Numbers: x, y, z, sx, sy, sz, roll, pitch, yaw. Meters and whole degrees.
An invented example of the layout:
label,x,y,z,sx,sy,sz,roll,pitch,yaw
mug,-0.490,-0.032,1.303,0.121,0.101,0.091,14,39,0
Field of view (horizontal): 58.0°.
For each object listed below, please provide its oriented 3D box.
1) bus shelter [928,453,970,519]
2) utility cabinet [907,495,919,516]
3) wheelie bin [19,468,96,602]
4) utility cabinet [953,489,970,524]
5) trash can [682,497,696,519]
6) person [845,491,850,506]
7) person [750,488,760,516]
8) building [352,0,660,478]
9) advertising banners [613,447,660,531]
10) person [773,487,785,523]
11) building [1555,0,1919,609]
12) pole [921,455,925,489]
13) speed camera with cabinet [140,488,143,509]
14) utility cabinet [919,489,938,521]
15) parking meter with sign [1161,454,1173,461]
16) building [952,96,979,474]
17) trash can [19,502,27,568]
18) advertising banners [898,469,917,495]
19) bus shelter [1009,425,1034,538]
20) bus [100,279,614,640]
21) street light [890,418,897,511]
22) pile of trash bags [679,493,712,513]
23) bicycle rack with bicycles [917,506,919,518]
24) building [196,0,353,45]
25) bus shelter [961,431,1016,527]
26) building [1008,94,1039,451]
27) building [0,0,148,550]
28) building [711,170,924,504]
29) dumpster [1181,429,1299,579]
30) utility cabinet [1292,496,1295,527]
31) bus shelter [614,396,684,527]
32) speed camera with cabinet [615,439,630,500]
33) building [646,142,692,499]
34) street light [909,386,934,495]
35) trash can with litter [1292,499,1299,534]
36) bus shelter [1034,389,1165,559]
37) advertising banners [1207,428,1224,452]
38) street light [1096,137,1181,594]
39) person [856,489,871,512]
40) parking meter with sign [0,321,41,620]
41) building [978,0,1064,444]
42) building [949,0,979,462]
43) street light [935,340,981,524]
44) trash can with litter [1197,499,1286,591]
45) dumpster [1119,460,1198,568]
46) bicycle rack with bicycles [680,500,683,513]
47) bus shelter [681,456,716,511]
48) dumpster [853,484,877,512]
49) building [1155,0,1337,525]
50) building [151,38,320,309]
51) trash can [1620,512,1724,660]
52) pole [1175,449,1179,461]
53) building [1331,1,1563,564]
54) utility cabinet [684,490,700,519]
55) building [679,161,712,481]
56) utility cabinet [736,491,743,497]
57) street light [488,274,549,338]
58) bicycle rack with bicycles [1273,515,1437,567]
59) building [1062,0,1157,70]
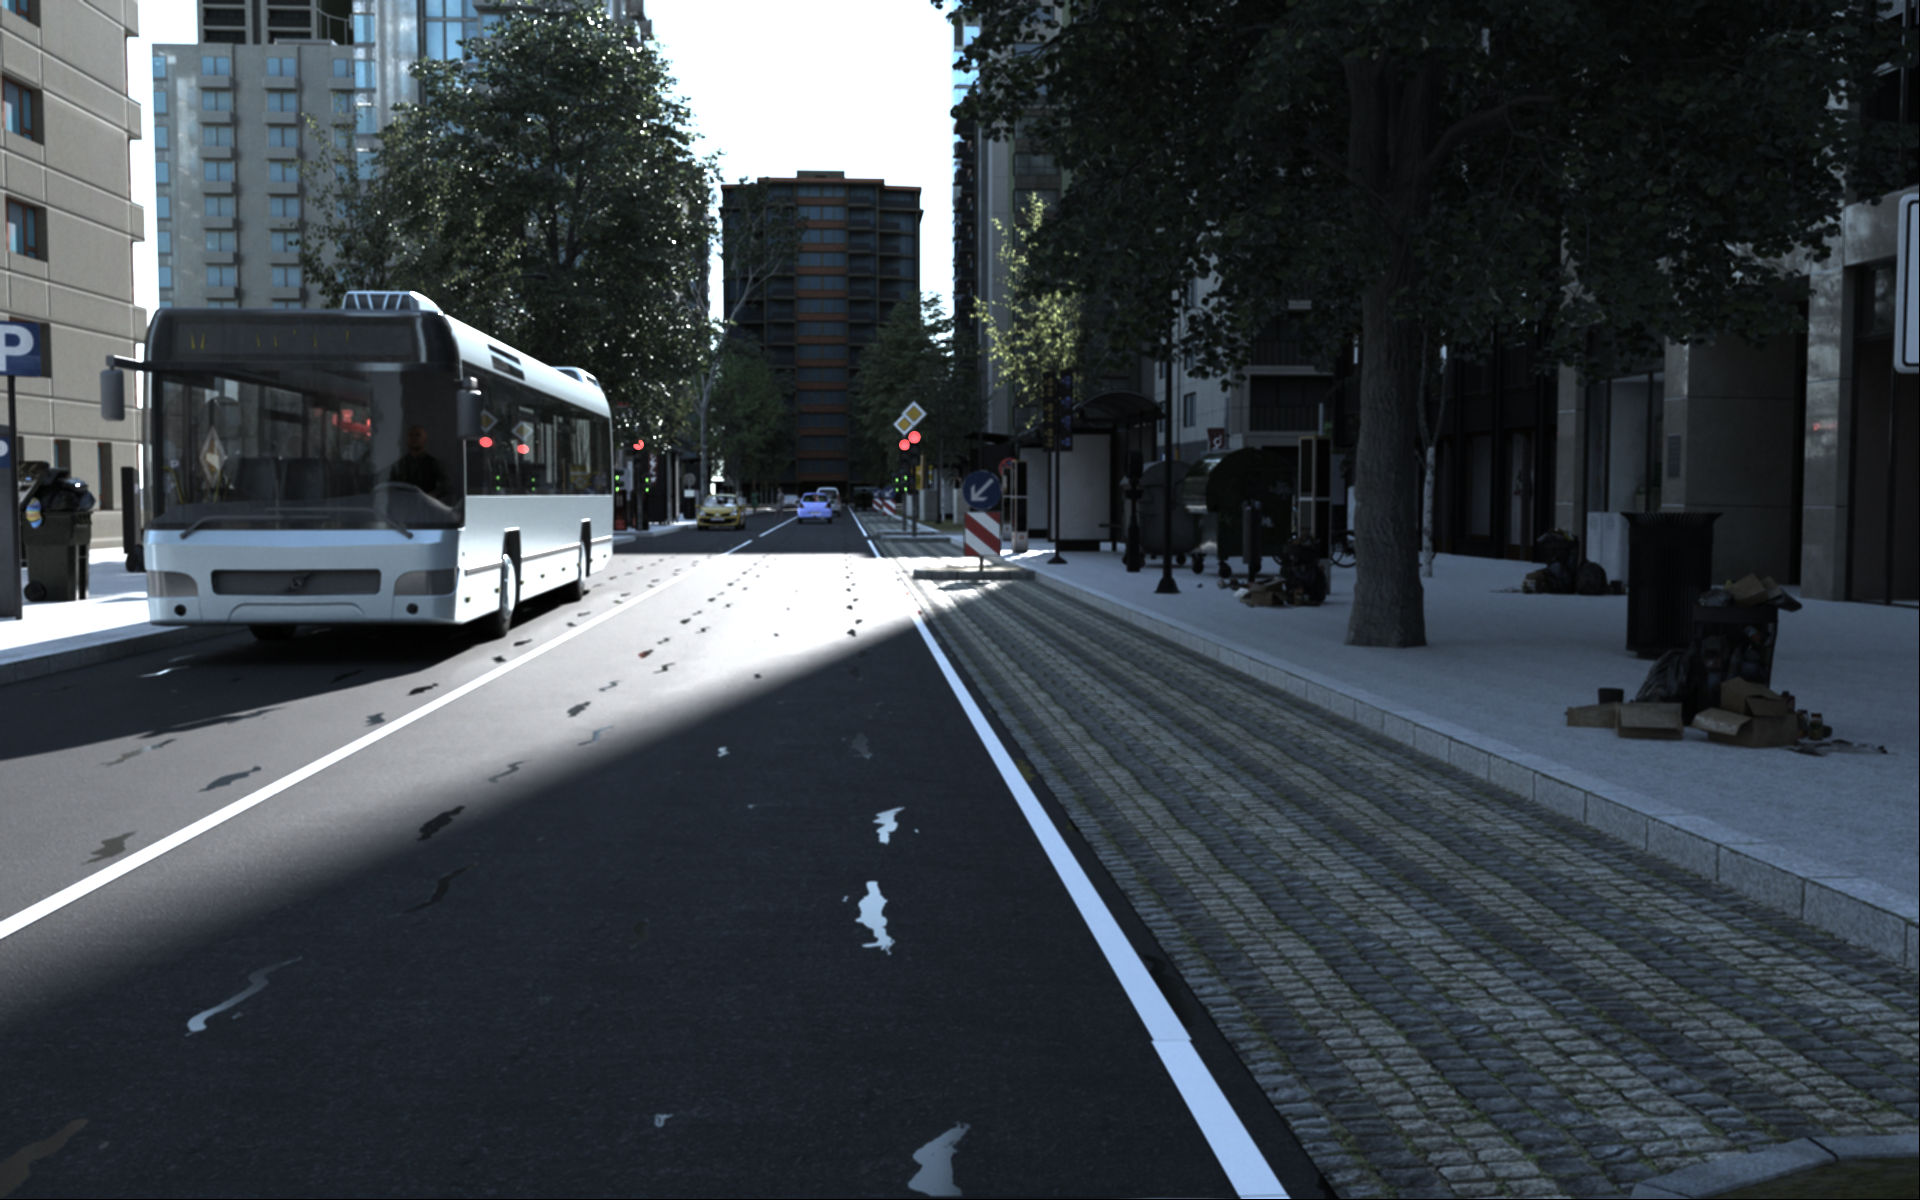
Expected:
label,x,y,z,sx,sy,sz,roll,pitch,yaw
bus shelter,-0.500,-5.705,87.198,2.014,3.302,5.546,0,4,-4
utility cabinet,-2.740,-5.489,100.902,0.306,1.237,1.020,-2,4,-35
wheelie bin,-10.858,-0.794,20.888,0.693,1.594,0.980,0,4,-6
utility cabinet,0.299,-3.921,72.791,1.173,1.500,0.318,-2,4,-31
trash can,-13.679,-4.642,87.551,0.748,1.137,0.748,0,3,0
person,-13.650,-12.306,209.800,0.705,1.812,1.348,1,4,22
person,-13.175,-6.257,111.045,0.600,1.795,0.529,0,4,5
building,-37.773,-32.291,147.563,23.786,49.044,30.456,0,4,-4
advertising banners,-12.082,-4.187,64.644,2.074,3.025,0.090,1,4,22
person,-9.065,-4.764,86.730,0.599,1.781,0.374,3,4,37
building,20.606,-12.670,11.667,19.350,26.468,34.151,0,4,-4
pole,-1.926,-5.881,89.995,0.158,3.312,0.155,0,3,0
speed camera with cabinet,-24.161,-3.445,50.659,0.660,3.252,2.038,-3,5,-40
utility cabinet,-1.469,-4.473,81.815,0.318,1.500,1.173,2,4,32
parking meter with sign,8.907,-4.837,75.347,0.543,3.016,1.738,0,4,1
building,10.586,-32.724,189.664,22.147,44.769,28.867,0,4,-4
trash can,-16.537,-1.143,30.348,0.748,1.137,0.748,0,3,0
advertising banners,-2.913,-6.875,108.591,2.074,3.025,0.090,1,4,13
bus shelter,2.603,-3.293,47.758,2.014,3.302,5.546,0,4,-4
bus,-6.003,-1.534,19.946,2.948,3.499,13.247,0,4,-5
street light,-3.555,-8.075,104.567,1.470,5.913,1.316,0,4,-4
pile of trash bags,-18.230,-6.705,119.384,3.447,1.369,1.912,3,5,39
bicycle rack with bicycles,-1.107,-4.866,92.947,2.925,0.926,2.852,-2,4,-32
building,-87.274,-48.443,230.287,20.611,71.187,20.563,0,4,-4
bus shelter,1.102,-4.668,67.597,1.731,3.624,6.357,0,4,-4
building,10.367,-21.861,129.136,14.160,30.474,14.107,0,4,-4
building,-33.675,-11.192,28.027,28.899,21.520,27.650,0,4,-4
building,-19.608,-35.608,236.816,28.867,44.769,22.147,0,4,-4
dumpster,4.373,-1.499,27.002,1.502,2.255,1.985,0,4,-4
utility cabinet,12.776,-3.498,68.352,0.306,1.237,1.020,-2,4,-25
bus shelter,-12.916,-5.764,71.865,2.179,5.291,8.768,0,4,-4
speed camera with cabinet,-12.939,-4.187,62.797,2.038,3.252,0.660,2,4,28
building,-40.980,-30.113,184.221,23.993,40.220,32.217,0,4,-4
street light,-1.460,-6.242,74.601,1.470,5.913,1.316,0,4,-4
trash can with litter,8.760,-1.944,43.169,1.055,1.170,0.624,-2,4,-31
bus shelter,2.923,-2.594,36.330,2.014,3.302,5.546,0,4,-4
advertising banners,7.460,-3.014,45.472,2.074,3.025,0.090,2,4,28
street light,2.152,-3.042,22.285,1.470,5.913,1.316,0,4,-4
person,-7.694,-7.994,138.832,1.348,1.869,0.705,-3,4,-37
parking meter with sign,-10.177,-1.338,18.141,1.738,3.016,0.543,3,5,45
building,12.223,-37.841,160.702,21.231,58.520,28.212,0,4,-4
building,10.389,-56.548,237.230,31.000,86.520,22.319,0,4,-4
street light,0.062,-4.875,52.251,1.470,5.913,1.316,0,4,-4
trash can with litter,4.098,-0.777,23.769,1.678,1.210,2.233,0,4,7
dumpster,3.570,-1.519,30.592,1.264,1.857,1.865,0,4,-4
bicycle rack with bicycles,-18.541,-6.270,115.893,2.925,0.926,2.852,2,4,35
bus shelter,-16.600,-7.281,110.333,1.731,3.624,6.357,0,4,-4
dumpster,-7.766,-8.411,142.478,1.985,2.255,1.502,0,4,-5
building,20.960,-39.171,78.705,20.611,71.187,20.563,0,4,-4
building,-68.836,-34.616,185.583,30.456,49.044,23.786,0,4,-4
trash can,5.527,-0.113,13.495,0.748,1.137,0.748,0,3,0
pole,9.823,-5.176,78.474,0.158,3.312,0.155,0,3,0
building,16.381,-12.690,37.156,12.332,23.373,15.834,0,4,-4
utility cabinet,-13.717,-4.893,88.676,0.318,1.500,1.173,-2,4,-34
building,-40.819,-35.551,231.363,14.200,45.320,14.600,0,4,-4
utility cabinet,-16.878,-7.535,131.880,0.318,1.500,1.173,1,4,10
street light,-9.362,-3.919,36.610,1.470,5.913,1.316,0,4,-4
bicycle rack with bicycles,7.058,-1.085,31.119,2.925,0.926,2.852,1,4,9
building,12.535,-20.046,99.446,14.160,30.474,14.107,0,4,-4
